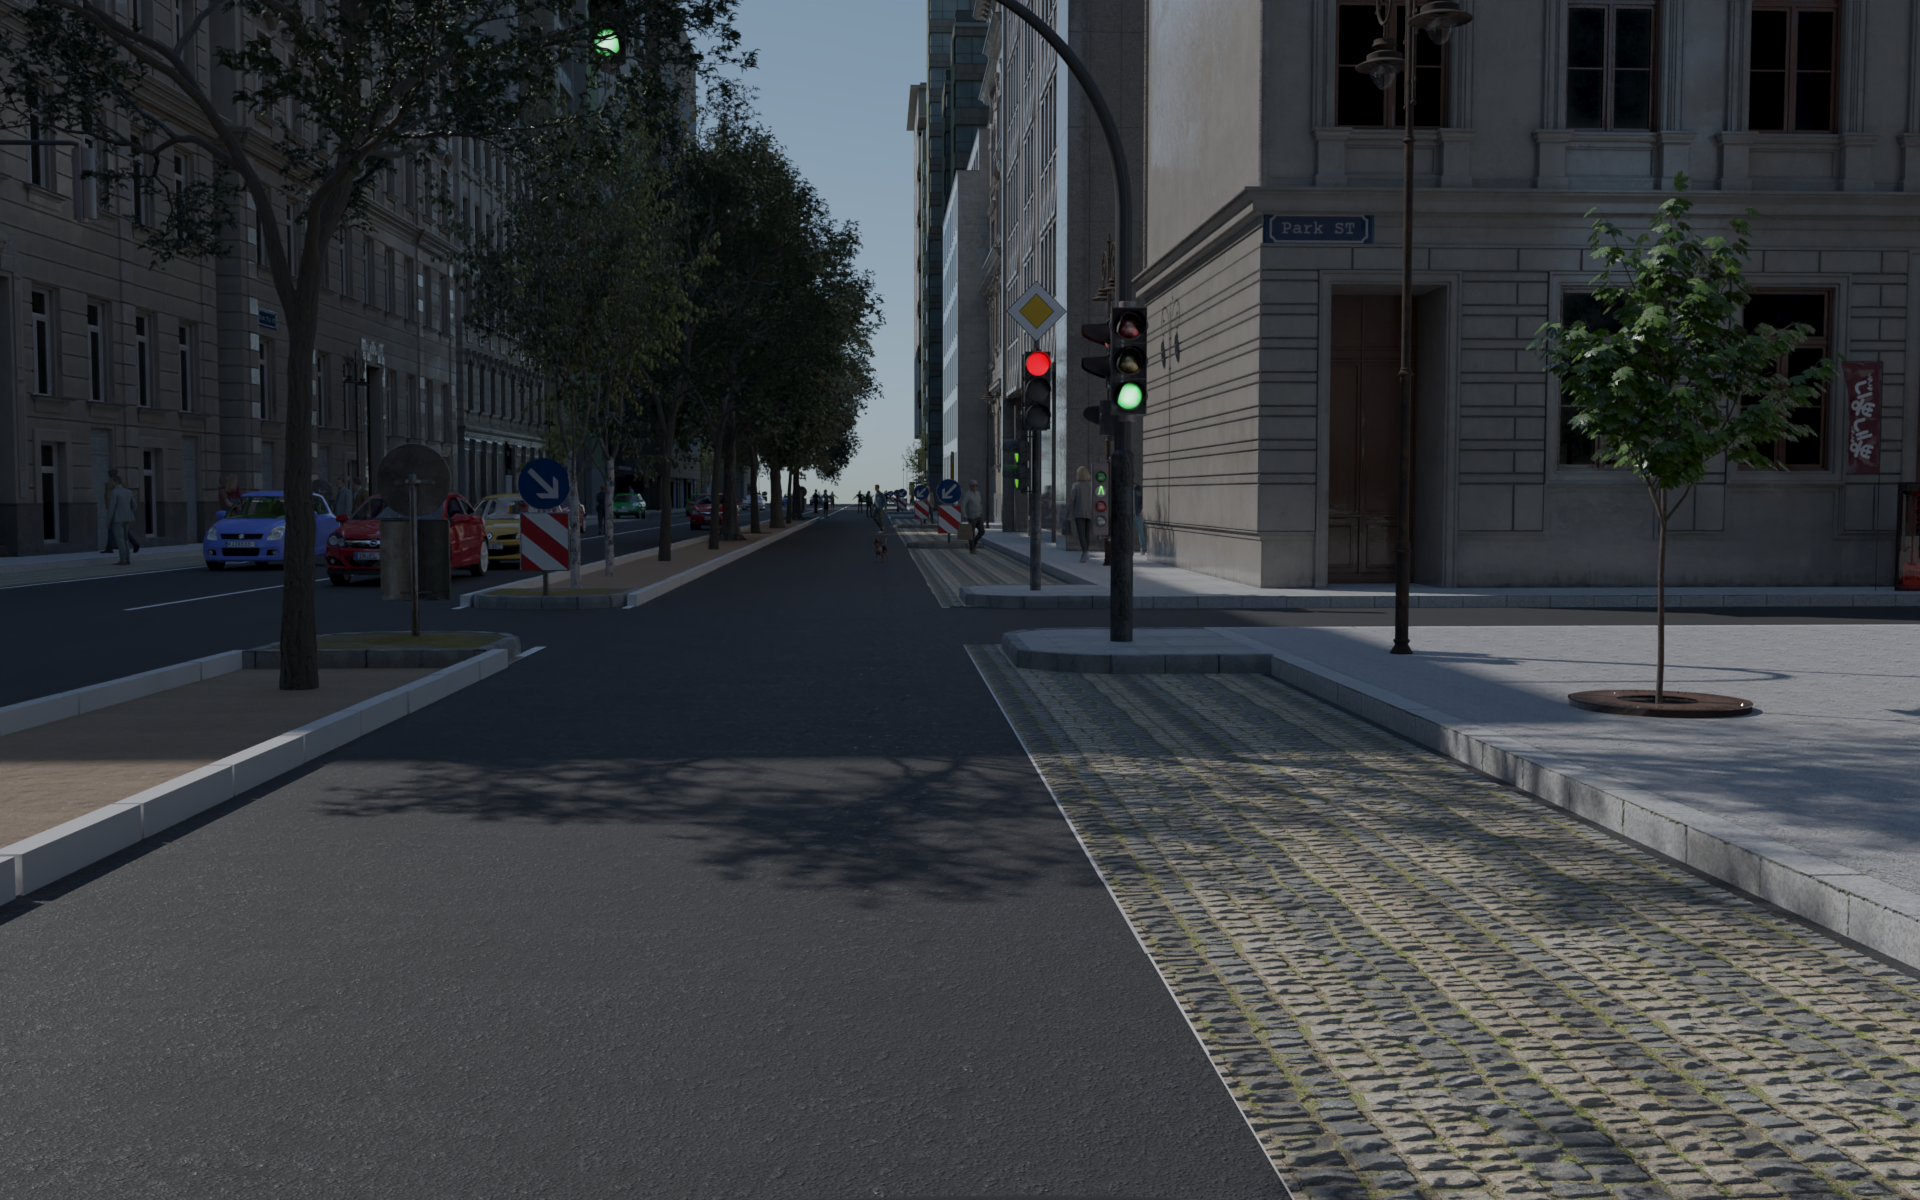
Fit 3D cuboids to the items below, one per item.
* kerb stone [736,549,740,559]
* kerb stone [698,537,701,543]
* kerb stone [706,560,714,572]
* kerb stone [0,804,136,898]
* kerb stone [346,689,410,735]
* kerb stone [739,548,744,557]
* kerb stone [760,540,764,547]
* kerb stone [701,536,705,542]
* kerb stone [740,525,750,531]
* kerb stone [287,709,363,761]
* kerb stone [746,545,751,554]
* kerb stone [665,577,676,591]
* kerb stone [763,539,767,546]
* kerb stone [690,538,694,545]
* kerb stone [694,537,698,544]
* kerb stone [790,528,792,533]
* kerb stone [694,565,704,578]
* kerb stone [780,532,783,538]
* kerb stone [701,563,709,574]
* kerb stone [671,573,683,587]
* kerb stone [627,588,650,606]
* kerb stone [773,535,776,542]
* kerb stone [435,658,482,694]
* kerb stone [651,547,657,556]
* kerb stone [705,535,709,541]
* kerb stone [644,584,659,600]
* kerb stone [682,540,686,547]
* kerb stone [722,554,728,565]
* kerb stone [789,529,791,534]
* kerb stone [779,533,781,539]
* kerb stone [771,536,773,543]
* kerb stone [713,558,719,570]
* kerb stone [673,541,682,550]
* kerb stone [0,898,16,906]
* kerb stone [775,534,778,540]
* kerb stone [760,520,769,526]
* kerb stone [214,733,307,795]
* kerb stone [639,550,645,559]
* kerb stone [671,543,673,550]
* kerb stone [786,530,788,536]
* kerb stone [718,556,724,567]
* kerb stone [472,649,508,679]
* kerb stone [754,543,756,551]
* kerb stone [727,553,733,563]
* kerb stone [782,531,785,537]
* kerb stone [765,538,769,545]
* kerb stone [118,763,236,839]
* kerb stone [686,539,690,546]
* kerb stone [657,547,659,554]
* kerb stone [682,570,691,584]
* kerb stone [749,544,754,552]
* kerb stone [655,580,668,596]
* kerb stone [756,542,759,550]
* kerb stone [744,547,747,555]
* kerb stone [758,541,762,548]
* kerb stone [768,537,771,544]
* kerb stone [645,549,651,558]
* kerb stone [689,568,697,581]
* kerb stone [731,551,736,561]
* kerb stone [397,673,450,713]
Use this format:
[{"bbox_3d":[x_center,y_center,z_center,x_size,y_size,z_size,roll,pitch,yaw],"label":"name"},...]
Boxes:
[{"bbox_3d":[-4.968,-0.962,37.924,0.120,0.150,1.000,0,4,-3],"label":"kerb stone"},{"bbox_3d":[-7.673,-1.705,50.135,0.120,0.150,1.000,0,4,-3],"label":"kerb stone"},{"bbox_3d":[-4.663,-0.587,31.794,0.120,0.150,1.000,0,4,-3],"label":"kerb stone"},{"bbox_3d":[-3.426,0.950,6.669,0.120,0.150,1.000,0,4,-3],"label":"kerb stone"},{"bbox_3d":[-3.632,0.699,10.759,0.120,0.150,1.000,0,4,-3],"label":"kerb stone"},{"bbox_3d":[-5.018,-1.024,38.945,0.120,0.150,1.000,0,4,-3],"label":"kerb stone"},{"bbox_3d":[-5.370,-1.461,46.128,0.120,0.150,1.000,0,4,-3],"label":"kerb stone"},{"bbox_3d":[-7.726,-1.771,51.155,0.120,0.150,1.000,0,4,-3],"label":"kerb stone"},{"bbox_3d":[-8.626,-2.894,69.579,0.120,0.150,1.000,0,4,-3],"label":"kerb stone"},{"bbox_3d":[-3.580,0.762,9.738,0.120,0.150,1.000,0,4,-3],"label":"kerb stone"},{"bbox_3d":[-5.108,-1.149,40.995,0.120,0.150,1.000,0,4,-3],"label":"kerb stone"},{"bbox_3d":[-4.362,-0.204,25.658,0.120,0.150,1.000,0,4,-3],"label":"kerb stone"},{"bbox_3d":[-5.426,-1.526,47.148,0.120,0.150,1.000,0,4,-3],"label":"kerb stone"},{"bbox_3d":[-7.568,-1.584,48.086,0.120,0.150,1.000,0,4,-3],"label":"kerb stone"},{"bbox_3d":[-7.620,-1.646,49.114,0.120,0.150,1.000,0,4,-3],"label":"kerb stone"},{"bbox_3d":[-6.127,-2.402,61.490,0.120,0.150,1.000,0,4,-3],"label":"kerb stone"},{"bbox_3d":[-4.559,-0.462,29.744,0.120,0.150,1.000,0,4,-3],"label":"kerb stone"},{"bbox_3d":[-5.818,-2.024,55.328,0.120,0.150,1.000,0,4,-3],"label":"kerb stone"},{"bbox_3d":[-4.608,-0.524,30.765,0.120,0.150,1.000,0,4,-3],"label":"kerb stone"},{"bbox_3d":[-4.415,-0.274,26.678,0.120,0.150,1.000,0,4,-3],"label":"kerb stone"},{"bbox_3d":[-4.207,-0.024,22.582,0.120,0.150,1.000,0,4,-3],"label":"kerb stone"},{"bbox_3d":[-5.616,-1.776,51.235,0.120,0.150,1.000,0,4,-3],"label":"kerb stone"},{"bbox_3d":[-3.731,0.574,12.815,0.120,0.150,1.000,0,4,-3],"label":"kerb stone"},{"bbox_3d":[-7.158,-1.079,39.876,0.120,0.150,1.000,0,4,-3],"label":"kerb stone"},{"bbox_3d":[-7.758,-1.834,52.177,0.120,0.150,1.000,0,4,-3],"label":"kerb stone"},{"bbox_3d":[-4.263,-0.086,23.609,0.120,0.150,1.000,0,4,-3],"label":"kerb stone"},{"bbox_3d":[-7.462,-1.458,46.029,0.120,0.150,1.000,0,4,-3],"label":"kerb stone"},{"bbox_3d":[-4.816,-0.773,34.859,0.120,0.150,1.000,0,4,-3],"label":"kerb stone"},{"bbox_3d":[-6.073,-2.341,60.467,0.120,0.150,1.000,0,4,-3],"label":"kerb stone"},{"bbox_3d":[-5.774,-1.964,54.300,0.120,0.150,1.000,0,4,-3],"label":"kerb stone"},{"bbox_3d":[-5.578,-1.714,50.214,0.120,0.150,1.000,0,4,-3],"label":"kerb stone"},{"bbox_3d":[-4.712,-0.649,32.815,0.120,0.150,1.000,0,4,-3],"label":"kerb stone"},{"bbox_3d":[-7.415,-1.394,45.003,0.120,0.150,1.000,0,4,-3],"label":"kerb stone"},{"bbox_3d":[-3.380,1.013,5.630,0.120,0.150,1.000,0,4,-3],"label":"kerb stone"},{"bbox_3d":[-5.669,-1.834,52.256,0.120,0.150,1.000,0,4,-3],"label":"kerb stone"},{"bbox_3d":[-9.231,-3.650,81.871,0.120,0.150,1.000,0,4,-3],"label":"kerb stone"},{"bbox_3d":[-3.526,0.825,8.711,0.120,0.150,1.000,0,4,-3],"label":"kerb stone"},{"bbox_3d":[-7.066,-0.956,37.829,0.120,0.150,1.000,0,4,-3],"label":"kerb stone"},{"bbox_3d":[-7.311,-1.265,42.947,0.120,0.150,1.000,0,4,-3],"label":"kerb stone"},{"bbox_3d":[-5.974,-2.215,58.414,0.120,0.150,1.000,0,4,-3],"label":"kerb stone"},{"bbox_3d":[-4.771,-0.712,33.838,0.120,0.150,1.000,0,4,-3],"label":"kerb stone"},{"bbox_3d":[-3.779,0.511,13.841,0.120,0.150,1.000,0,4,-3],"label":"kerb stone"},{"bbox_3d":[-5.219,-1.273,43.053,0.120,0.150,1.000,0,4,-3],"label":"kerb stone"},{"bbox_3d":[-4.866,-0.833,35.882,0.120,0.150,1.000,0,4,-3],"label":"kerb stone"},{"bbox_3d":[-5.874,-2.089,56.354,0.120,0.150,1.000,0,4,-3],"label":"kerb stone"},{"bbox_3d":[-5.468,-1.589,48.169,0.120,0.150,1.000,0,4,-3],"label":"kerb stone"},{"bbox_3d":[-3.475,0.887,7.690,0.120,0.150,1.000,0,4,-3],"label":"kerb stone"},{"bbox_3d":[-7.520,-1.520,47.053,0.120,0.150,1.000,0,4,-3],"label":"kerb stone"},{"bbox_3d":[-7.206,-1.139,40.897,0.120,0.150,1.000,0,4,-3],"label":"kerb stone"},{"bbox_3d":[-4.458,-0.334,27.699,0.120,0.150,1.000,0,4,-3],"label":"kerb stone"},{"bbox_3d":[-5.163,-1.209,42.030,0.120,0.150,1.000,0,4,-3],"label":"kerb stone"},{"bbox_3d":[-4.308,-0.149,24.633,0.120,0.150,1.000,0,4,-3],"label":"kerb stone"},{"bbox_3d":[-5.264,-1.338,44.074,0.120,0.150,1.000,0,4,-3],"label":"kerb stone"},{"bbox_3d":[-5.067,-1.087,39.969,0.120,0.150,1.000,0,4,-3],"label":"kerb stone"},{"bbox_3d":[-5.321,-1.394,45.104,0.120,0.150,1.000,0,4,-3],"label":"kerb stone"},{"bbox_3d":[-5.521,-1.651,49.190,0.120,0.150,1.000,0,4,-3],"label":"kerb stone"},{"bbox_3d":[-7.109,-1.019,38.855,0.120,0.150,1.000,0,4,-3],"label":"kerb stone"},{"bbox_3d":[-4.508,-0.399,28.720,0.120,0.150,1.000,0,4,-3],"label":"kerb stone"},{"bbox_3d":[-4.922,-0.900,36.903,0.120,0.150,1.000,0,4,-3],"label":"kerb stone"},{"bbox_3d":[-3.677,0.638,11.795,0.120,0.150,1.000,0,4,-3],"label":"kerb stone"}]
